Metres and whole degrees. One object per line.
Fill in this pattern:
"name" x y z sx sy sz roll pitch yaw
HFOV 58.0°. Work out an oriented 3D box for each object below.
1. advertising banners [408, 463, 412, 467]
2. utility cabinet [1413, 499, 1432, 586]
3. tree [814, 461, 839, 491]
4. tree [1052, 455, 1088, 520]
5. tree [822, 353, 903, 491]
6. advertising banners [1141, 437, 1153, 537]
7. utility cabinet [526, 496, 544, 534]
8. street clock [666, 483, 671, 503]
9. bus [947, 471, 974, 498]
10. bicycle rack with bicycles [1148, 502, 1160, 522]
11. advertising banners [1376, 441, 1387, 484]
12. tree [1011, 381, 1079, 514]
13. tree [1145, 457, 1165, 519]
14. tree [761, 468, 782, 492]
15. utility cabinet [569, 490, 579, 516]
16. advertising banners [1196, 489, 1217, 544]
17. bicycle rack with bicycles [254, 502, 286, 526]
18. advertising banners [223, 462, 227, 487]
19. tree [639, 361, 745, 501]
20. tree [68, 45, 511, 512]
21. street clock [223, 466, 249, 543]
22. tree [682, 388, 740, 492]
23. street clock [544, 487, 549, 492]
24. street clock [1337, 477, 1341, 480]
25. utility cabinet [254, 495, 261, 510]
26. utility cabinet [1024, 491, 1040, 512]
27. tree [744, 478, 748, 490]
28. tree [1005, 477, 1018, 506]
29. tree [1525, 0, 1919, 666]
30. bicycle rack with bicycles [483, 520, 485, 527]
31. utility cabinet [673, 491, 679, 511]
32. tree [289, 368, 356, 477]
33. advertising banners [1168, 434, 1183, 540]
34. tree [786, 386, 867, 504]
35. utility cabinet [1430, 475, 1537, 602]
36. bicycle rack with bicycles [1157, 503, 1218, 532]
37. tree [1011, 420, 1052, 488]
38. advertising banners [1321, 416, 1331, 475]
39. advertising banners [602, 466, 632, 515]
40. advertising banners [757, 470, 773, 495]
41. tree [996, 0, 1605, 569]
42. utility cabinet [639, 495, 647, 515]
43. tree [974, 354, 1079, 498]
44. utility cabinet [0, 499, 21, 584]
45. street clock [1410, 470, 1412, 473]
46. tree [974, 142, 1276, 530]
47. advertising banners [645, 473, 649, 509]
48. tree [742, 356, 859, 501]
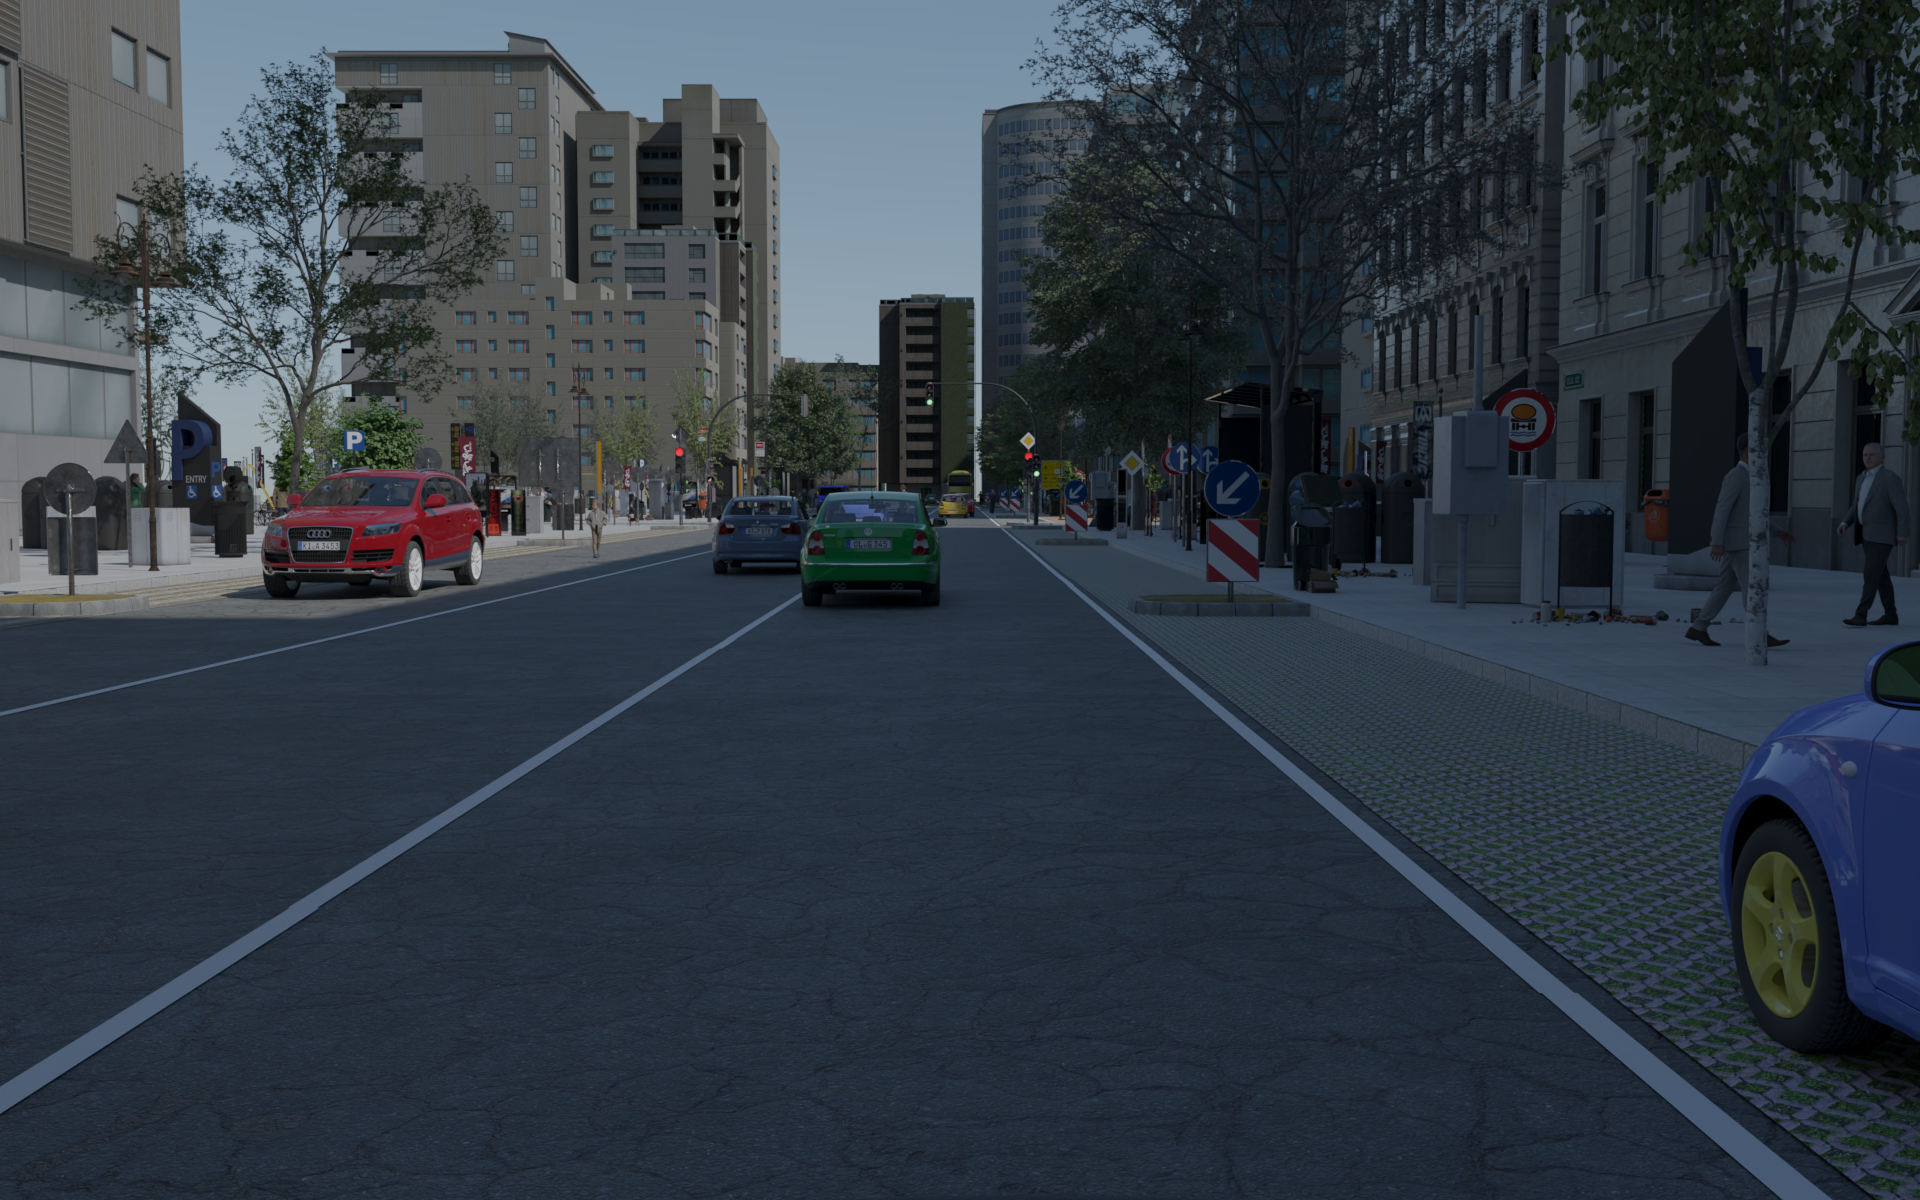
"advertising banners" -18.660 -3.949 60.755 2.074 3.025 0.090 -1 4 -17
"utility cabinet" 6.933 -0.817 24.518 1.020 1.237 0.306 -1 4 -20
"tree" -13.937 -13.441 170.120 4.737 8.622 4.395 0 3 0
"tree" 5.367 -5.564 85.575 1.663 3.219 1.824 0 3 0
"tree" -14.076 -23.036 232.521 12.611 20.169 13.585 0 3 0
"advertising banners" 5.723 -3.474 52.982 0.090 3.025 2.074 0 4 -2
"utility cabinet" -14.105 -2.772 56.481 1.020 1.237 0.306 1 4 13
"street clock" -22.964 -8.079 136.657 0.358 2.002 0.471 -1 4 -15
"bus" 0.004 -11.646 181.963 2.896 3.916 12.252 0 4 0
"bicycle rack with bicycles" 8.674 -4.016 79.044 2.925 0.926 2.852 0 4 4
"advertising banners" 13.212 -3.690 56.515 2.074 3.025 0.090 -2 4 -34
"tree" 5.514 -9.944 112.950 4.360 8.622 3.978 0 3 0
"tree" 9.578 -5.845 90.175 1.663 3.219 1.824 0 3 0
"tree" -13.978 -8.145 127.770 1.663 3.219 1.824 0 3 0
"utility cabinet" -22.254 -5.572 99.784 0.318 1.500 1.173 -2 4 -24
"advertising banners" 7.043 -2.954 44.488 2.074 3.025 0.090 -1 4 -17
"bicycle rack with bicycles" -27.750 -3.467 70.073 2.925 0.926 2.852 -3 4 -38
"advertising banners" -40.670 -6.135 96.498 0.090 3.025 2.074 0 4 -4
"tree" -14.251 -8.872 95.421 4.737 8.622 4.395 0 3 0
"tree" -14.073 -6.242 36.473 8.767 10.594 7.601 -3 5 -43
"street clock" -18.658 -2.442 44.500 0.471 2.002 0.358 2 4 28
"tree" -17.045 -10.332 119.296 4.360 8.622 3.978 0 3 0
"street clock" -23.858 -5.826 99.828 0.358 2.002 0.471 -2 4 -35
"street clock" 15.681 -4.100 71.612 0.471 2.002 0.358 1 4 13
"utility cabinet" -49.825 -6.828 122.794 0.306 1.237 1.020 -2 4 -31
"utility cabinet" 5.184 -7.074 124.337 1.173 1.500 0.318 -1 4 -12
"tree" -14.400 -7.173 111.875 1.663 3.219 1.824 0 3 0
"tree" 5.945 -11.944 189.882 1.663 3.219 1.824 0 3 0
"tree" 5.904 -3.803 12.539 4.737 8.622 4.395 0 3 0
"bicycle rack with bicycles" -18.802 -3.027 62.881 2.925 0.926 2.852 -1 4 -10
"utility cabinet" -20.748 -7.155 125.657 0.318 1.500 1.173 1 4 19
"tree" -37.139 -9.241 101.450 4.360 8.622 3.978 0 3 0
"advertising banners" 6.151 -3.265 49.573 0.090 3.025 2.074 0 4 -3
"tree" -13.886 -14.398 161.166 9.928 11.665 9.643 0 3 0
"utility cabinet" 6.164 -0.717 20.397 1.173 1.500 0.318 1 4 17
"bicycle rack with bicycles" 8.728 -2.753 58.390 2.925 0.926 2.852 3 4 36
"tree" 5.978 -12.142 148.889 4.737 8.622 4.395 0 3 0
"advertising banners" 8.728 -2.648 39.477 2.074 3.025 0.090 -3 5 -43
"advertising banners" -21.250 -6.768 106.848 2.074 3.025 0.090 0 4 0
"advertising banners" -14.023 -7.853 124.577 0.090 3.025 2.074 -3 4 -38
"tree" 5.564 -7.299 29.702 12.009 13.543 11.850 0 3 0
"utility cabinet" -19.624 -5.795 105.909 0.306 1.237 1.020 2 4 35
"tree" 6.027 -13.604 140.549 7.486 12.596 7.792 0 3 0
"utility cabinet" -13.792 -0.832 24.771 0.306 1.237 1.020 -1 4 -8
"street clock" 13.464 -2.856 51.268 0.358 2.002 0.471 3 5 41
"tree" 6.355 -9.446 61.099 9.857 13.997 8.962 0 3 0
"advertising banners" -26.315 -8.914 141.939 2.074 3.025 0.090 -2 4 -26
"tree" -13.394 -13.900 144.267 9.611 12.733 9.660 0 3 0
